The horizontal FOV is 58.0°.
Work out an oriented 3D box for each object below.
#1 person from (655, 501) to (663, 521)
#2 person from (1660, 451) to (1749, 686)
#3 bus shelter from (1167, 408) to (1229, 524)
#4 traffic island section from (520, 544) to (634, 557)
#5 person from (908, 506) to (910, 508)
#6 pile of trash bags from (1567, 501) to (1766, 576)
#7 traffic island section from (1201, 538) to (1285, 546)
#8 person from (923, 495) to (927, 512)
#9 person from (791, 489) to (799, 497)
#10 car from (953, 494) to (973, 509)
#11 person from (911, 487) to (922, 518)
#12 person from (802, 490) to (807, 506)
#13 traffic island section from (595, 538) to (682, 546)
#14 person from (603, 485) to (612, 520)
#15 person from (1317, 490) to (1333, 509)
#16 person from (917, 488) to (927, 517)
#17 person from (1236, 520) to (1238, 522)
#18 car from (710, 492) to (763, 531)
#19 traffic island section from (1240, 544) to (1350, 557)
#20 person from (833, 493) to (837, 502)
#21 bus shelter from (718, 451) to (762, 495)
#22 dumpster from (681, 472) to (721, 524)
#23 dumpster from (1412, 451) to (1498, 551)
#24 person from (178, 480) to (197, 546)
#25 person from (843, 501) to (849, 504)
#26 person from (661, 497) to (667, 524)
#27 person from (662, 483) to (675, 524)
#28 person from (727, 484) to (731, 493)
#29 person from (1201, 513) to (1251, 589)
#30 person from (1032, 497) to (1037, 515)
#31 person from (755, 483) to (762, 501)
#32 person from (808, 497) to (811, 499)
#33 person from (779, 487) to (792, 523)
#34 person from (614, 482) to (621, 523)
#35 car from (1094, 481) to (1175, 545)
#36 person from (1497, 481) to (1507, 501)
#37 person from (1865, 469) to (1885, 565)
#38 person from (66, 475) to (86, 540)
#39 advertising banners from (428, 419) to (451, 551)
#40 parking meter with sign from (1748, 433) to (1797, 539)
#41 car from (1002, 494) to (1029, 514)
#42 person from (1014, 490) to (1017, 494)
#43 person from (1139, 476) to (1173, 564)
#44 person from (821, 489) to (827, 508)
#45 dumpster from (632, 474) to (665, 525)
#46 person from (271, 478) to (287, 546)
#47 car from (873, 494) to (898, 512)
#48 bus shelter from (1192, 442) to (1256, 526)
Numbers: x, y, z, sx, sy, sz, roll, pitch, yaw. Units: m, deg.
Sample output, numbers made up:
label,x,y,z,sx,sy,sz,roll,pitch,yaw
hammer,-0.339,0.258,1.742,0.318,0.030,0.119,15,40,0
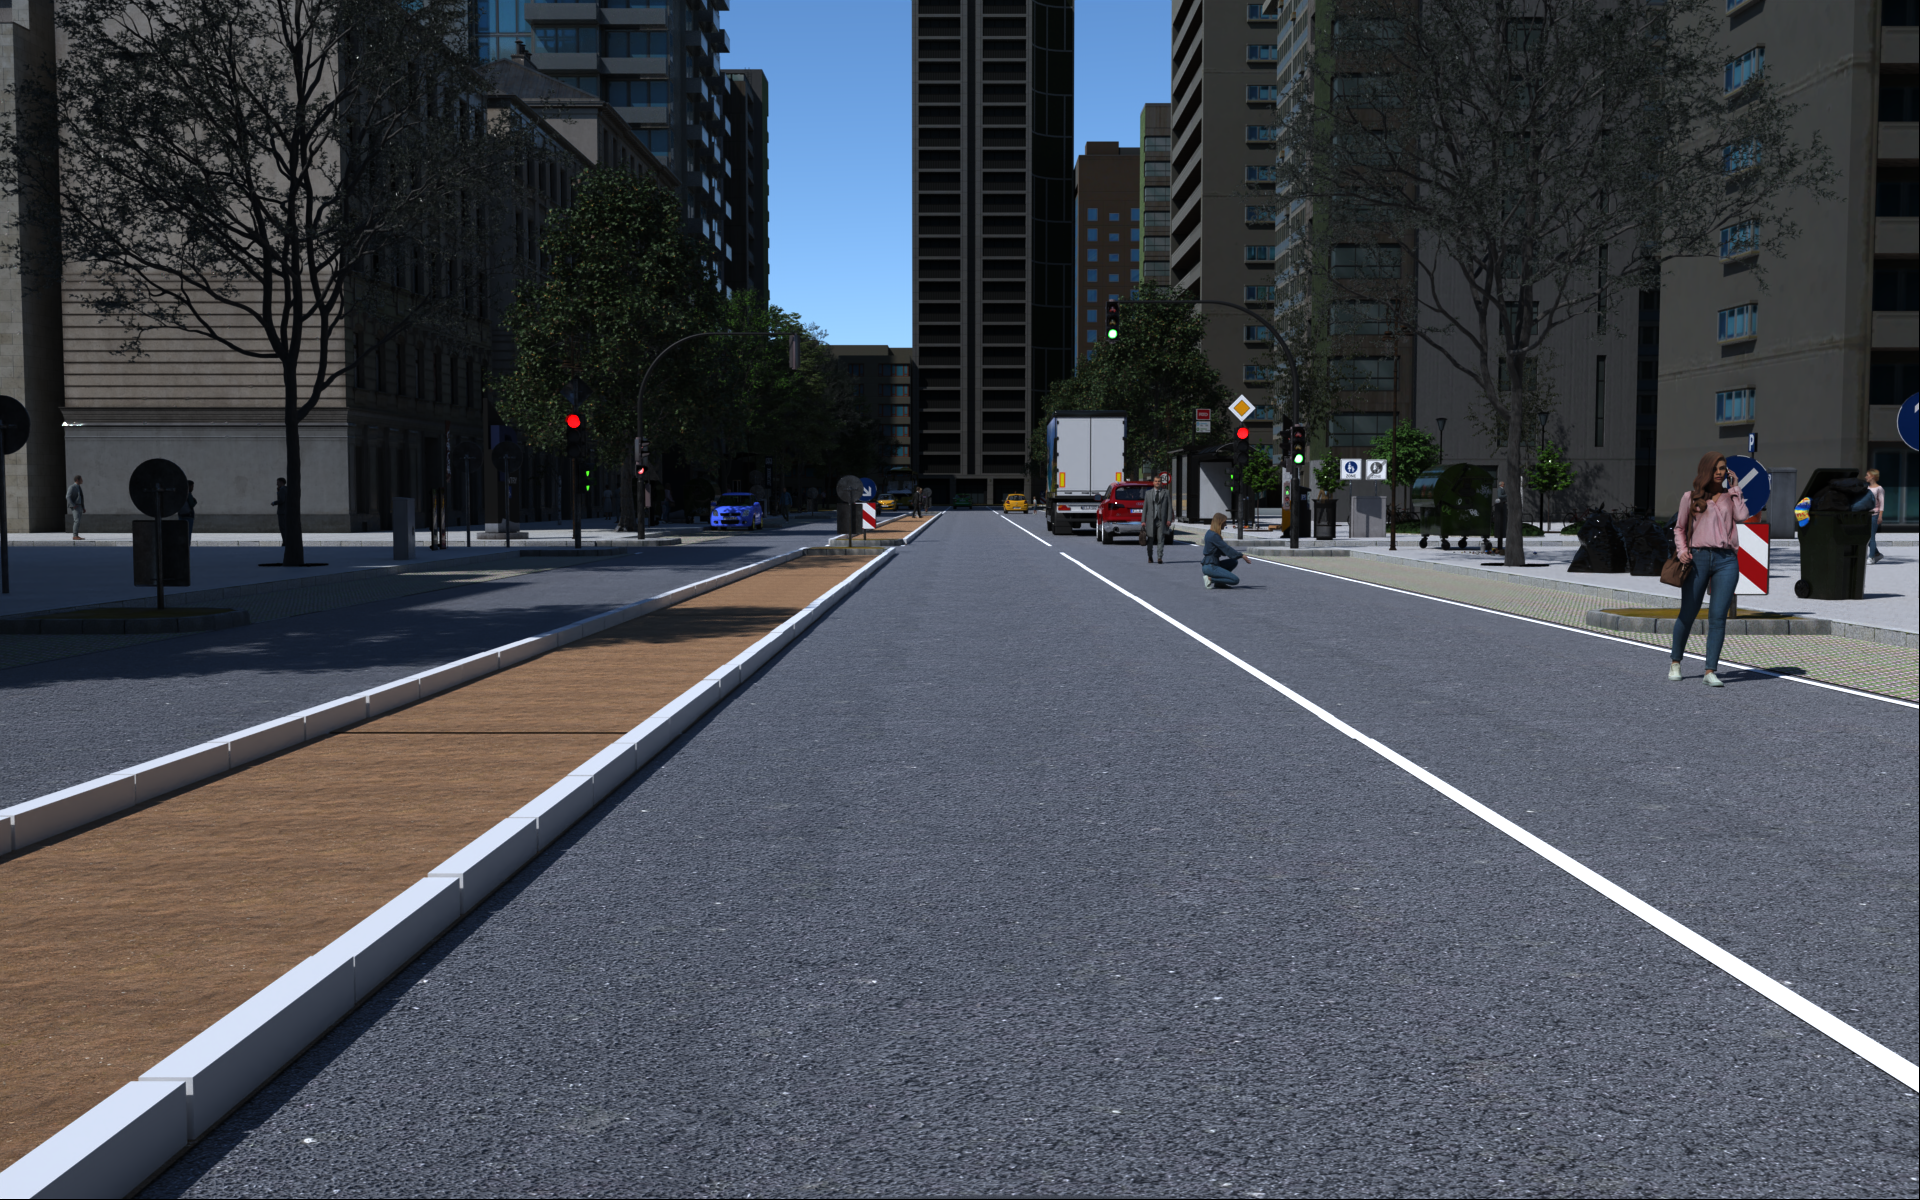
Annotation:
label,x,y,z,sx,sy,sz,roll,pitch,yaw
person,-14.470,-4.687,82.858,0.592,1.802,0.473,-1,4,-12
person,5.615,-0.246,13.117,0.593,1.750,0.643,1,4,16
bus shelter,10.659,-6.179,78.660,2.179,5.291,8.768,0,4,0
traffic island section,-9.044,-1.140,40.924,2.009,0.180,2.903,0,4,0
person,-5.008,-10.083,173.450,0.705,1.812,1.348,2,4,27
pile of trash bags,11.340,-1.086,27.510,1.912,1.369,3.447,-1,4,-22
traffic island section,7.926,-1.625,48.845,2.009,0.180,2.903,0,4,0
person,-2.700,-7.472,133.901,0.697,1.427,0.421,2,4,27
person,-17.558,-11.001,185.548,1.348,1.869,0.705,0,4,-2
car,0.269,-9.516,164.381,1.959,1.807,4.718,0,4,1
person,-2.500,-5.785,102.856,0.755,1.850,0.659,-1,4,-13
person,-16.394,-10.697,181.859,0.541,1.710,0.530,3,5,41
traffic island section,-9.015,-1.629,48.909,2.009,0.180,2.903,0,4,0
person,-17.540,-4.864,86.143,0.480,1.755,0.524,-3,4,-36
person,15.746,-4.213,74.839,0.656,1.842,0.836,-2,4,-26
person,-2.398,-5.969,106.281,0.709,1.800,0.728,-3,5,-41
person,12.589,-4.379,78.064,0.534,1.772,0.576,3,5,42
car,-8.807,-3.593,68.339,1.945,1.707,3.694,0,4,1
traffic island section,7.898,-1.136,40.860,2.009,0.180,2.903,0,4,0
person,-13.550,-11.321,191.660,1.217,1.766,0.721,1,4,18
bus shelter,-12.360,-6.510,97.721,1.731,3.624,6.357,0,3,0
dumpster,-11.200,-4.423,74.815,1.502,2.255,1.985,0,4,0
dumpster,11.435,-2.296,40.031,1.502,2.255,1.985,0,3,0
person,-19.455,-2.121,43.528,0.623,1.781,0.721,1,4,13
person,-8.632,-7.452,130.794,0.683,1.767,0.568,-1,4,-11
person,-12.882,-3.987,75.508,0.425,1.301,0.394,1,4,21
person,-12.548,-4.134,74.232,0.643,1.750,0.593,-2,4,-34
person,-12.395,-5.265,92.142,0.388,1.821,0.555,-3,5,-42
person,4.015,-0.751,26.271,0.738,1.151,1.012,0,4,6
person,5.217,-6.582,120.803,0.332,1.250,0.352,-2,4,-25
person,-10.753,-5.210,91.091,0.638,1.841,0.748,-1,4,-21
person,-15.910,-10.645,183.272,0.628,1.438,0.799,-2,4,-32
person,-8.534,-4.649,84.858,0.601,1.785,0.444,2,4,30
person,-15.090,-4.310,76.688,0.466,1.800,0.511,3,5,43
car,5.097,-2.573,50.734,2.281,1.827,5.304,0,4,2
person,22.481,-4.002,71.649,0.590,1.801,0.661,2,4,24
person,16.618,-1.519,31.556,0.598,1.740,0.731,-2,4,-24
person,-24.808,-2.599,48.641,0.391,1.810,0.635,-1,4,-9
advertising banners,-12.020,-2.688,40.136,0.090,3.025,2.074,0,4,-3
parking meter with sign,23.445,-3.248,49.365,1.738,3.016,0.543,1,4,8
car,4.094,-7.149,127.106,2.015,1.641,3.980,0,4,-1
person,4.657,-8.331,145.435,1.217,1.735,0.721,0,4,-1
person,4.044,-1.665,35.823,0.694,1.812,0.767,1,4,8
person,-12.374,-9.237,158.012,0.436,1.711,0.756,3,5,44
dumpster,-12.816,-4.129,70.000,1.502,2.255,1.985,0,4,0
person,-17.150,-2.166,43.725,0.447,1.846,0.655,-1,4,-9
car,-6.080,-8.068,142.132,2.015,1.641,3.980,0,3,0
bus shelter,10.755,-4.656,70.044,2.014,3.302,5.546,0,3,0
